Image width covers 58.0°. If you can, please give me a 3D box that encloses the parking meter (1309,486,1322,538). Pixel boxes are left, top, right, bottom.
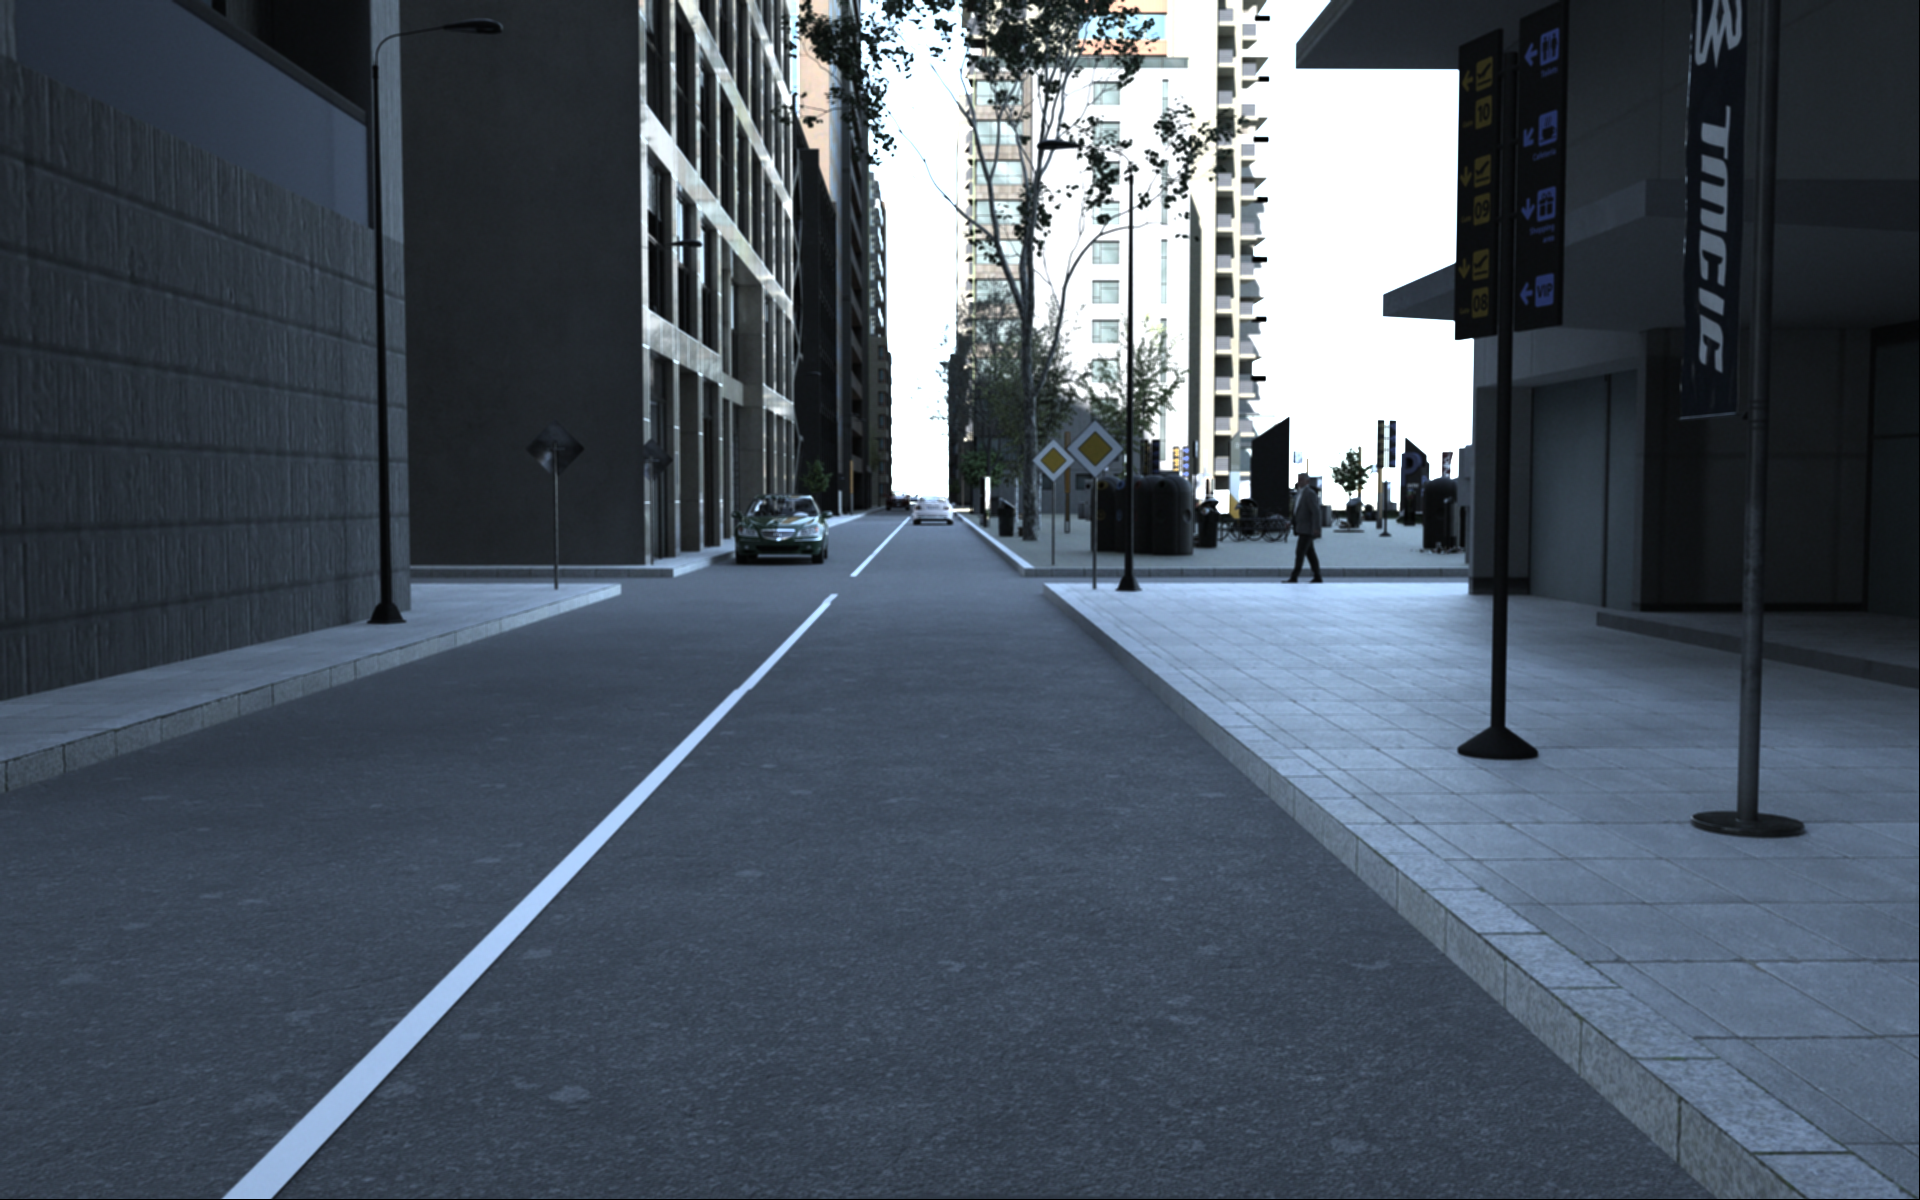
[{"bbox_3d":[10.431,-2.595,50.845,0.372,1.533,0.369,0,3,0],"label":"parking meter"}]

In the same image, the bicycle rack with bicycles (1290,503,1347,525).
[{"bbox_3d":[14.901,-3.578,71.879,2.852,0.926,2.925,-1,4,-14],"label":"bicycle rack with bicycles"}]

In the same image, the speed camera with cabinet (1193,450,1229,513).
[{"bbox_3d":[11.498,-5.171,78.884,2.038,3.252,0.660,-3,5,-39],"label":"speed camera with cabinet"}]

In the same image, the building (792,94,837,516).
[{"bbox_3d":[-13.363,-16.230,95.040,12.332,23.373,15.834,0,4,-1],"label":"building"}]

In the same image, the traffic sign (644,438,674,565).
[{"bbox_3d":[-5.557,-1.687,31.226,0.795,2.450,0.064,0,4,-1],"label":"traffic sign"}]

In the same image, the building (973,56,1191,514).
[{"bbox_3d":[7.853,-21.199,118.310,14.160,30.474,14.107,0,4,-1],"label":"building"}]

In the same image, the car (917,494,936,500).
[{"bbox_3d":[-2.415,-7.848,138.101,2.009,1.686,4.222,0,4,-1],"label":"car"}]

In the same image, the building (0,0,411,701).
[{"bbox_3d":[-19.996,-28.786,12.653,28.212,58.520,21.231,0,4,-1],"label":"building"}]

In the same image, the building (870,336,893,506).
[{"bbox_3d":[-22.078,-21.967,204.206,27.650,21.520,28.899,0,4,-1],"label":"building"}]

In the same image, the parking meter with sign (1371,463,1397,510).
[{"bbox_3d":[24.043,-6.223,98.012,0.543,3.016,1.738,-2,4,-30],"label":"parking meter with sign"}]

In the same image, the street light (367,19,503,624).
[{"bbox_3d":[-5.177,-2.725,17.099,1.470,5.913,1.316,0,4,-1],"label":"street light"}]

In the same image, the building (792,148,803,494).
[{"bbox_3d":[-15.203,-12.588,73.272,16.820,18.784,16.811,0,4,-1],"label":"building"}]

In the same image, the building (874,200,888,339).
[{"bbox_3d":[-17.694,-37.086,256.467,14.600,45.320,14.200,0,4,-1],"label":"building"}]

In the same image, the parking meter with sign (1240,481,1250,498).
[{"bbox_3d":[17.139,-6.564,103.580,1.738,3.016,0.543,-2,4,-29],"label":"parking meter with sign"}]

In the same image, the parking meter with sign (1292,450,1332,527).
[{"bbox_3d":[13.917,-4.401,68.221,0.543,3.016,1.738,-3,4,-36],"label":"parking meter with sign"}]

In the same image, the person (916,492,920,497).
[{"bbox_3d":[-6.500,-15.634,264.133,1.348,1.822,0.705,-2,4,-35],"label":"person"}]

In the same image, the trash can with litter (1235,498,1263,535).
[{"bbox_3d":[9.117,-2.624,54.289,0.624,1.170,1.055,3,4,39],"label":"trash can with litter"}]

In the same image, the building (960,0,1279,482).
[{"bbox_3d":[14.621,-35.417,168.307,28.713,52.752,27.495,0,4,-1],"label":"building"}]

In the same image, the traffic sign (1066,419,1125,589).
[{"bbox_3d":[1.815,-1.205,23.338,0.795,2.450,0.064,0,4,-1],"label":"traffic sign"}]

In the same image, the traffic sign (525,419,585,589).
[{"bbox_3d":[-5.428,-1.199,23.242,0.795,2.450,0.064,0,4,-1],"label":"traffic sign"}]

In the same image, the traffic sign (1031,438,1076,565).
[{"bbox_3d":[1.687,-1.693,31.322,0.795,2.450,0.064,0,4,-1],"label":"traffic sign"}]

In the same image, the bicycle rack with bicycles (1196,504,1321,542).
[{"bbox_3d":[8.127,-2.071,47.243,2.925,0.926,2.852,2,4,26],"label":"bicycle rack with bicycles"}]

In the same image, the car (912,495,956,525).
[{"bbox_3d":[-1.245,-4.253,81.891,2.083,1.381,4.827,0,4,0],"label":"car"}]

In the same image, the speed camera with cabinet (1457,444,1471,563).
[{"bbox_3d":[10.145,-2.279,31.592,2.038,3.252,0.660,3,5,43],"label":"speed camera with cabinet"}]

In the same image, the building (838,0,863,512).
[{"bbox_3d":[-18.505,-31.068,131.661,21.300,48.544,21.600,0,4,-1],"label":"building"}]

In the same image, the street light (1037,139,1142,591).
[{"bbox_3d":[1.706,-3.078,22.872,1.470,5.913,1.316,0,4,-1],"label":"street light"}]

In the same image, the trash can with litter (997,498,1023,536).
[{"bbox_3d":[1.650,-2.521,52.611,1.055,1.170,0.624,1,4,8],"label":"trash can with litter"}]

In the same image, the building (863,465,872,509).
[{"bbox_3d":[-18.250,-43.681,152.443,20.563,71.187,20.611,0,4,-1],"label":"building"}]

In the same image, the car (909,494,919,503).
[{"bbox_3d":[-7.118,-15.209,260.668,2.014,1.417,4.499,0,4,-2],"label":"car"}]

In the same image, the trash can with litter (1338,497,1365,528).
[{"bbox_3d":[14.690,-3.282,65.044,0.624,1.170,1.055,3,5,45],"label":"trash can with litter"}]

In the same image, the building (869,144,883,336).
[{"bbox_3d":[-21.742,-37.516,232.997,23.786,49.044,30.456,0,4,-1],"label":"building"}]

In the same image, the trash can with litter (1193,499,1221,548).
[{"bbox_3d":[5.777,-1.851,41.651,0.624,1.170,1.055,-2,4,-30],"label":"trash can with litter"}]

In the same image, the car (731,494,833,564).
[{"bbox_3d":[-3.784,-1.551,37.163,2.131,1.459,4.920,0,4,-3],"label":"car"}]

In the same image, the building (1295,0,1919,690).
[{"bbox_3d":[17.811,-25.651,8.636,28.713,52.752,27.495,0,4,-1],"label":"building"}]

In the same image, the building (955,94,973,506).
[{"bbox_3d":[10.228,-35.330,201.353,21.300,48.544,21.600,0,4,-1],"label":"building"}]

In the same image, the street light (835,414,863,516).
[{"bbox_3d":[-6.572,-7.828,100.526,1.470,5.913,1.316,0,4,-1],"label":"street light"}]

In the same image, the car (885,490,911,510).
[{"bbox_3d":[-5.466,-8.835,153.117,2.281,1.827,5.304,0,4,0],"label":"car"}]

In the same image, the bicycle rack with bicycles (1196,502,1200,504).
[{"bbox_3d":[13.288,-5.087,96.546,2.925,0.926,2.852,0,4,-7],"label":"bicycle rack with bicycles"}]

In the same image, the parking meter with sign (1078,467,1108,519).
[{"bbox_3d":[6.766,-5.656,88.742,0.543,3.016,1.738,-3,5,-41],"label":"parking meter with sign"}]

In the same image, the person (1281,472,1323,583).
[{"bbox_3d":[5.320,-1.110,27.042,0.834,1.777,0.661,-1,4,-22],"label":"person"}]

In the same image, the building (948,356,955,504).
[{"bbox_3d":[12.325,-23.401,227.641,27.650,21.520,28.899,0,4,-1],"label":"building"}]

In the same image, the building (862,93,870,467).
[{"bbox_3d":[-16.172,-29.831,171.330,14.154,41.232,14.086,0,4,-1],"label":"building"}]

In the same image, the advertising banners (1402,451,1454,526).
[{"bbox_3d":[18.998,-4.532,70.293,2.074,3.025,0.090,0,4,2],"label":"advertising banners"}]

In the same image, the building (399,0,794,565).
[{"bbox_3d":[-15.564,-14.850,47.312,19.350,26.468,34.151,0,4,-1],"label":"building"}]

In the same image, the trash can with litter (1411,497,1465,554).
[{"bbox_3d":[10.605,-1.653,38.083,1.678,1.210,2.233,2,4,26],"label":"trash can with litter"}]

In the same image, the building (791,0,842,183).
[{"bbox_3d":[-15.016,-28.327,113.253,14.600,45.320,14.200,0,4,-1],"label":"building"}]

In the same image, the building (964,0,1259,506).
[{"bbox_3d":[11.503,-29.649,139.382,22.147,44.769,28.867,0,4,-1],"label":"building"}]

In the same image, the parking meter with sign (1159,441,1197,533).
[{"bbox_3d":[6.888,-3.709,56.904,1.738,3.016,0.543,1,4,14],"label":"parking meter with sign"}]
